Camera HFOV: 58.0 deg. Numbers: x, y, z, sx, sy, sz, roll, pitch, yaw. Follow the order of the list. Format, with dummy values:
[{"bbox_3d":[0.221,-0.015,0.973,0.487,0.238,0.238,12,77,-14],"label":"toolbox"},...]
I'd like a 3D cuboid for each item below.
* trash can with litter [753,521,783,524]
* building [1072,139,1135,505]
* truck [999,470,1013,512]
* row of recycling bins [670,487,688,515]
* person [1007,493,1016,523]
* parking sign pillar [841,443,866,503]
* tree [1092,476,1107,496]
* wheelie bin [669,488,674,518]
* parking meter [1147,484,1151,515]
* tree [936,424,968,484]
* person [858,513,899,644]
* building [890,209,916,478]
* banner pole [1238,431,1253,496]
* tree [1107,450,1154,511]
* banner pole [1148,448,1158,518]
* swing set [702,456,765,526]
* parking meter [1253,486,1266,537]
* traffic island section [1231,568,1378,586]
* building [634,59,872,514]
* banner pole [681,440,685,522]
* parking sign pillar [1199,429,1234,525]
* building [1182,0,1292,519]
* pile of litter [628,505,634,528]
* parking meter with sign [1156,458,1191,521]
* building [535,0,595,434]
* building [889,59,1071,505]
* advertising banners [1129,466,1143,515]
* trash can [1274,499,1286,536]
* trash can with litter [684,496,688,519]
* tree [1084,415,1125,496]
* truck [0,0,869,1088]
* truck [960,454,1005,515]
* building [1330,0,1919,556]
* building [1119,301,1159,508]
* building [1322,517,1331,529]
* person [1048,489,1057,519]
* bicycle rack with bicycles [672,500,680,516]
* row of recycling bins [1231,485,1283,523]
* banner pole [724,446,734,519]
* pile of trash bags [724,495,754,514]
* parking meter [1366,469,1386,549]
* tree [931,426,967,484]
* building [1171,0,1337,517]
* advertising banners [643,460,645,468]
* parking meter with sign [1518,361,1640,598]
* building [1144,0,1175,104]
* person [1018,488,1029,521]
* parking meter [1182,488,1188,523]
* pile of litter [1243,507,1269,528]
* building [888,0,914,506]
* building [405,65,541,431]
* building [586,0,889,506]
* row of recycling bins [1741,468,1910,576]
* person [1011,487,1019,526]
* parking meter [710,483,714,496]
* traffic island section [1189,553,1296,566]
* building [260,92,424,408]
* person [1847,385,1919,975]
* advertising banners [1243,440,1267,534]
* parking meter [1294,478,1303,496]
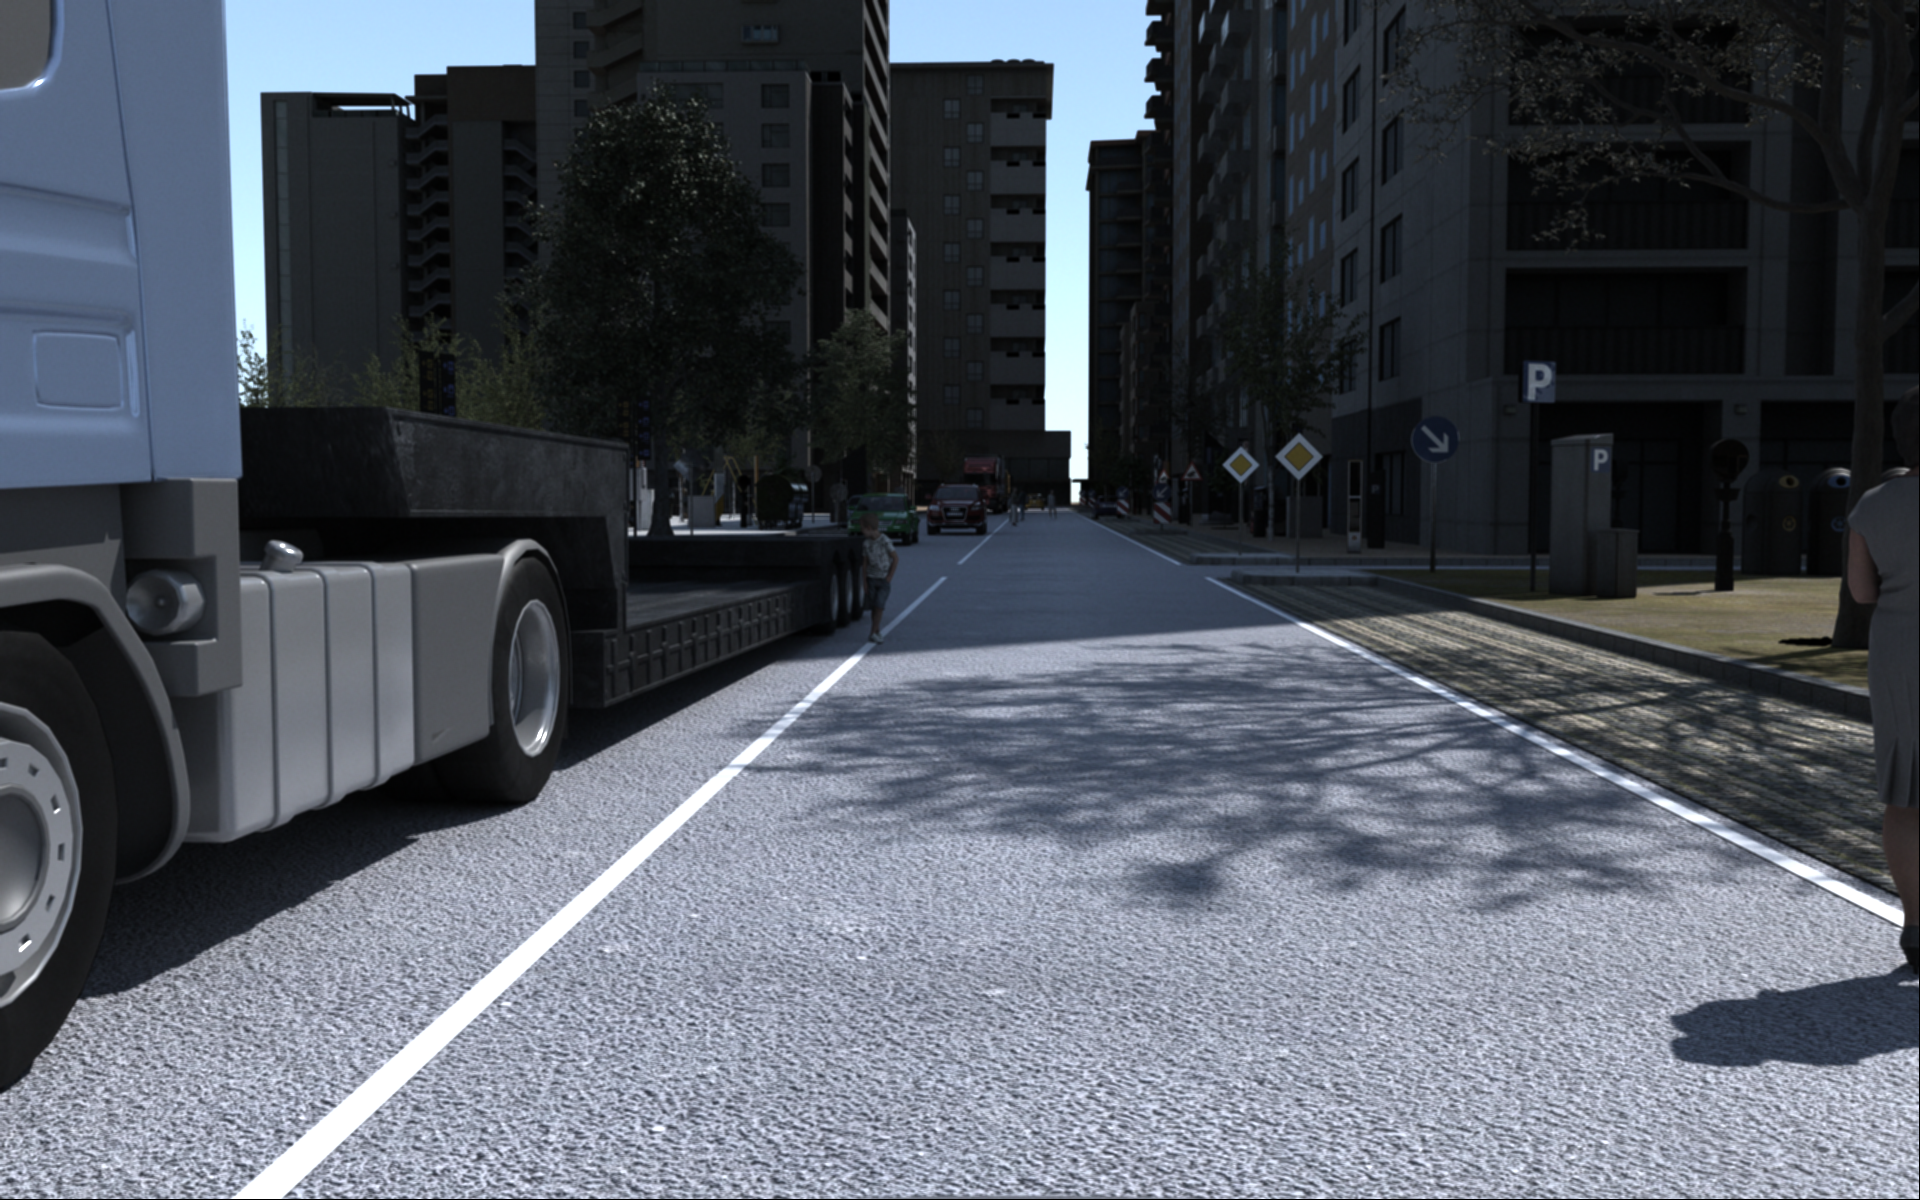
[{"bbox_3d":[-8.527,-3.961,75.822,1.678,1.210,2.233,1,4,21],"label":"trash can with litter"},{"bbox_3d":[28.005,-33.807,207.363,28.867,44.769,22.147,0,4,3],"label":"building"},{"bbox_3d":[2.676,-8.884,141.169,3.469,3.379,9.791,0,4,3],"label":"truck"},{"bbox_3d":[-17.229,-6.065,106.280,1.069,1.692,3.534,0,4,-3],"label":"row of recycling bins"},{"bbox_3d":[2.593,-4.586,86.073,0.503,1.515,0.523,0,4,-7],"label":"person"},{"bbox_3d":[-5.632,-6.299,91.456,1.447,3.967,1.447,-1,4,-14],"label":"parking sign pillar"},{"bbox_3d":[13.970,-10.710,169.710,1.663,3.219,1.824,0,3,0],"label":"tree"},{"bbox_3d":[-15.454,-5.083,91.010,0.980,1.594,0.693,-3,5,-40],"label":"wheelie bin"},{"bbox_3d":[11.506,-6.093,105.339,0.255,1.863,0.399,0,4,6],"label":"parking meter"},{"bbox_3d":[-1.691,-13.971,178.787,4.360,8.622,3.978,0,3,0],"label":"tree"},{"bbox_3d":[-0.791,-0.214,16.688,0.352,1.250,0.332,-2,4,-29],"label":"person"},{"bbox_3d":[-11.682,-24.835,177.748,14.107,30.474,14.160,0,4,3],"label":"building"},{"bbox_3d":[11.380,-4.823,68.876,0.863,3.779,0.401,-1,4,-22],"label":"banner pole"},{"bbox_3d":[12.648,-8.841,128.264,4.285,4.588,4.351,0,3,0],"label":"tree"},{"bbox_3d":[10.518,-6.344,93.738,0.401,3.779,0.863,-2,4,-24],"label":"banner pole"},{"bbox_3d":[-9.658,-4.546,71.955,2.862,2.851,3.119,0,4,0],"label":"swing set"},{"bbox_3d":[8.909,-2.635,51.497,0.372,1.533,0.369,0,3,0],"label":"parking meter"},{"bbox_3d":[5.523,-0.365,28.243,2.009,0.180,2.903,0,4,3],"label":"traffic island section"},{"bbox_3d":[-13.754,-21.250,119.131,14.160,30.474,14.107,0,4,3],"label":"building"},{"bbox_3d":[-12.594,-5.437,78.914,0.401,3.779,0.863,0,4,3],"label":"banner pole"},{"bbox_3d":[10.684,-5.113,72.067,1.447,3.967,1.447,-2,4,-35],"label":"parking sign pillar"},{"bbox_3d":[24.923,-29.052,94.601,23.786,49.044,30.456,0,4,3],"label":"building"},{"bbox_3d":[-12.885,-3.211,66.469,1.176,0.858,1.719,2,4,32],"label":"pile of litter"},{"bbox_3d":[10.382,-5.361,83.912,1.738,3.016,0.543,2,4,30],"label":"parking meter with sign"},{"bbox_3d":[-29.418,-44.979,173.652,20.611,71.187,20.563,0,4,3],"label":"building"},{"bbox_3d":[-0.330,-38.081,211.866,27.495,52.752,28.713,0,4,3],"label":"building"},{"bbox_3d":[10.871,-6.802,107.405,0.090,3.025,2.074,2,4,30],"label":"advertising banners"},{"bbox_3d":[9.797,-2.513,52.733,0.748,1.137,0.748,0,3,0],"label":"trash can"},{"bbox_3d":[-14.084,-4.774,89.440,0.624,1.170,1.055,0,4,-1],"label":"trash can with litter"},{"bbox_3d":[13.599,-12.913,161.492,4.737,8.622,4.395,0,3,0],"label":"tree"},{"bbox_3d":[-2.930,-1.304,11.085,2.967,4.110,18.799,0,4,4],"label":"truck"},{"bbox_3d":[1.746,-8.316,124.879,2.839,4.237,11.283,0,4,4],"label":"truck"},{"bbox_3d":[21.803,-37.034,43.758,20.611,71.187,20.563,0,4,3],"label":"building"},{"bbox_3d":[30.155,-19.827,169.209,27.650,21.520,28.899,0,4,3],"label":"building"},{"bbox_3d":[20.202,-25.352,64.622,14.600,45.320,14.200,0,4,3],"label":"building"},{"bbox_3d":[5.228,-5.442,98.486,0.512,1.701,0.522,-2,4,-26],"label":"person"},{"bbox_3d":[-15.894,-5.377,101.292,2.925,0.926,2.852,-2,4,-34],"label":"bicycle rack with bicycles"},{"bbox_3d":[12.547,-4.259,76.755,3.534,1.692,1.069,0,4,-2],"label":"row of recycling bins"},{"bbox_3d":[-12.144,-6.112,89.944,0.863,3.779,0.401,-3,4,-38],"label":"banner pole"},{"bbox_3d":[-14.720,-6.178,110.769,3.447,1.369,1.912,2,4,25],"label":"pile of trash bags"},{"bbox_3d":[9.788,-2.144,40.769,0.399,1.863,0.255,2,4,28],"label":"parking meter"},{"bbox_3d":[-1.314,-14.628,189.533,4.737,8.622,4.395,0,3,0],"label":"tree"},{"bbox_3d":[22.062,-28.641,118.390,14.600,45.320,14.200,0,4,3],"label":"building"},{"bbox_3d":[-14.334,-5.142,80.262,0.090,3.025,2.074,1,4,19],"label":"advertising banners"},{"bbox_3d":[7.889,-1.576,22.028,0.543,3.016,1.738,-1,4,-23],"label":"parking meter with sign"},{"bbox_3d":[26.257,-29.675,139.813,22.147,44.769,28.867,0,4,3],"label":"building"},{"bbox_3d":[3.305,-5.074,91.804,0.721,1.781,0.623,3,4,36],"label":"person"},{"bbox_3d":[9.823,-4.113,75.658,0.372,1.533,0.369,0,3,0],"label":"parking meter"},{"bbox_3d":[11.441,-3.222,66.646,1.176,0.858,1.719,2,4,32],"label":"pile of litter"},{"bbox_3d":[-14.754,-43.981,157.348,20.563,71.187,20.611,0,4,3],"label":"building"},{"bbox_3d":[-47.492,-32.337,178.823,14.200,45.320,14.600,0,4,3],"label":"building"},{"bbox_3d":[-17.158,-31.368,136.567,21.300,48.544,21.600,0,4,3],"label":"building"},{"bbox_3d":[14.207,-1.228,27.186,3.534,1.692,1.069,1,4,18],"label":"row of recycling bins"},{"bbox_3d":[2.476,-4.188,77.522,0.362,1.759,0.519,1,4,12],"label":"person"},{"bbox_3d":[-12.646,-5.083,88.811,0.255,1.863,0.399,1,4,18],"label":"parking meter"},{"bbox_3d":[5.875,-0.853,36.220,2.009,0.180,2.903,0,4,3],"label":"traffic island section"},{"bbox_3d":[-62.224,-30.327,179.438,14.086,41.232,14.154,0,4,3],"label":"building"},{"bbox_3d":[3.060,0.225,5.175,0.532,1.782,0.716,-3,5,-45],"label":"person"},{"bbox_3d":[9.485,-3.650,55.870,0.090,3.025,2.074,-1,4,-11],"label":"advertising banners"},{"bbox_3d":[12.049,-3.424,61.687,0.255,1.863,0.399,2,4,29],"label":"parking meter"}]
